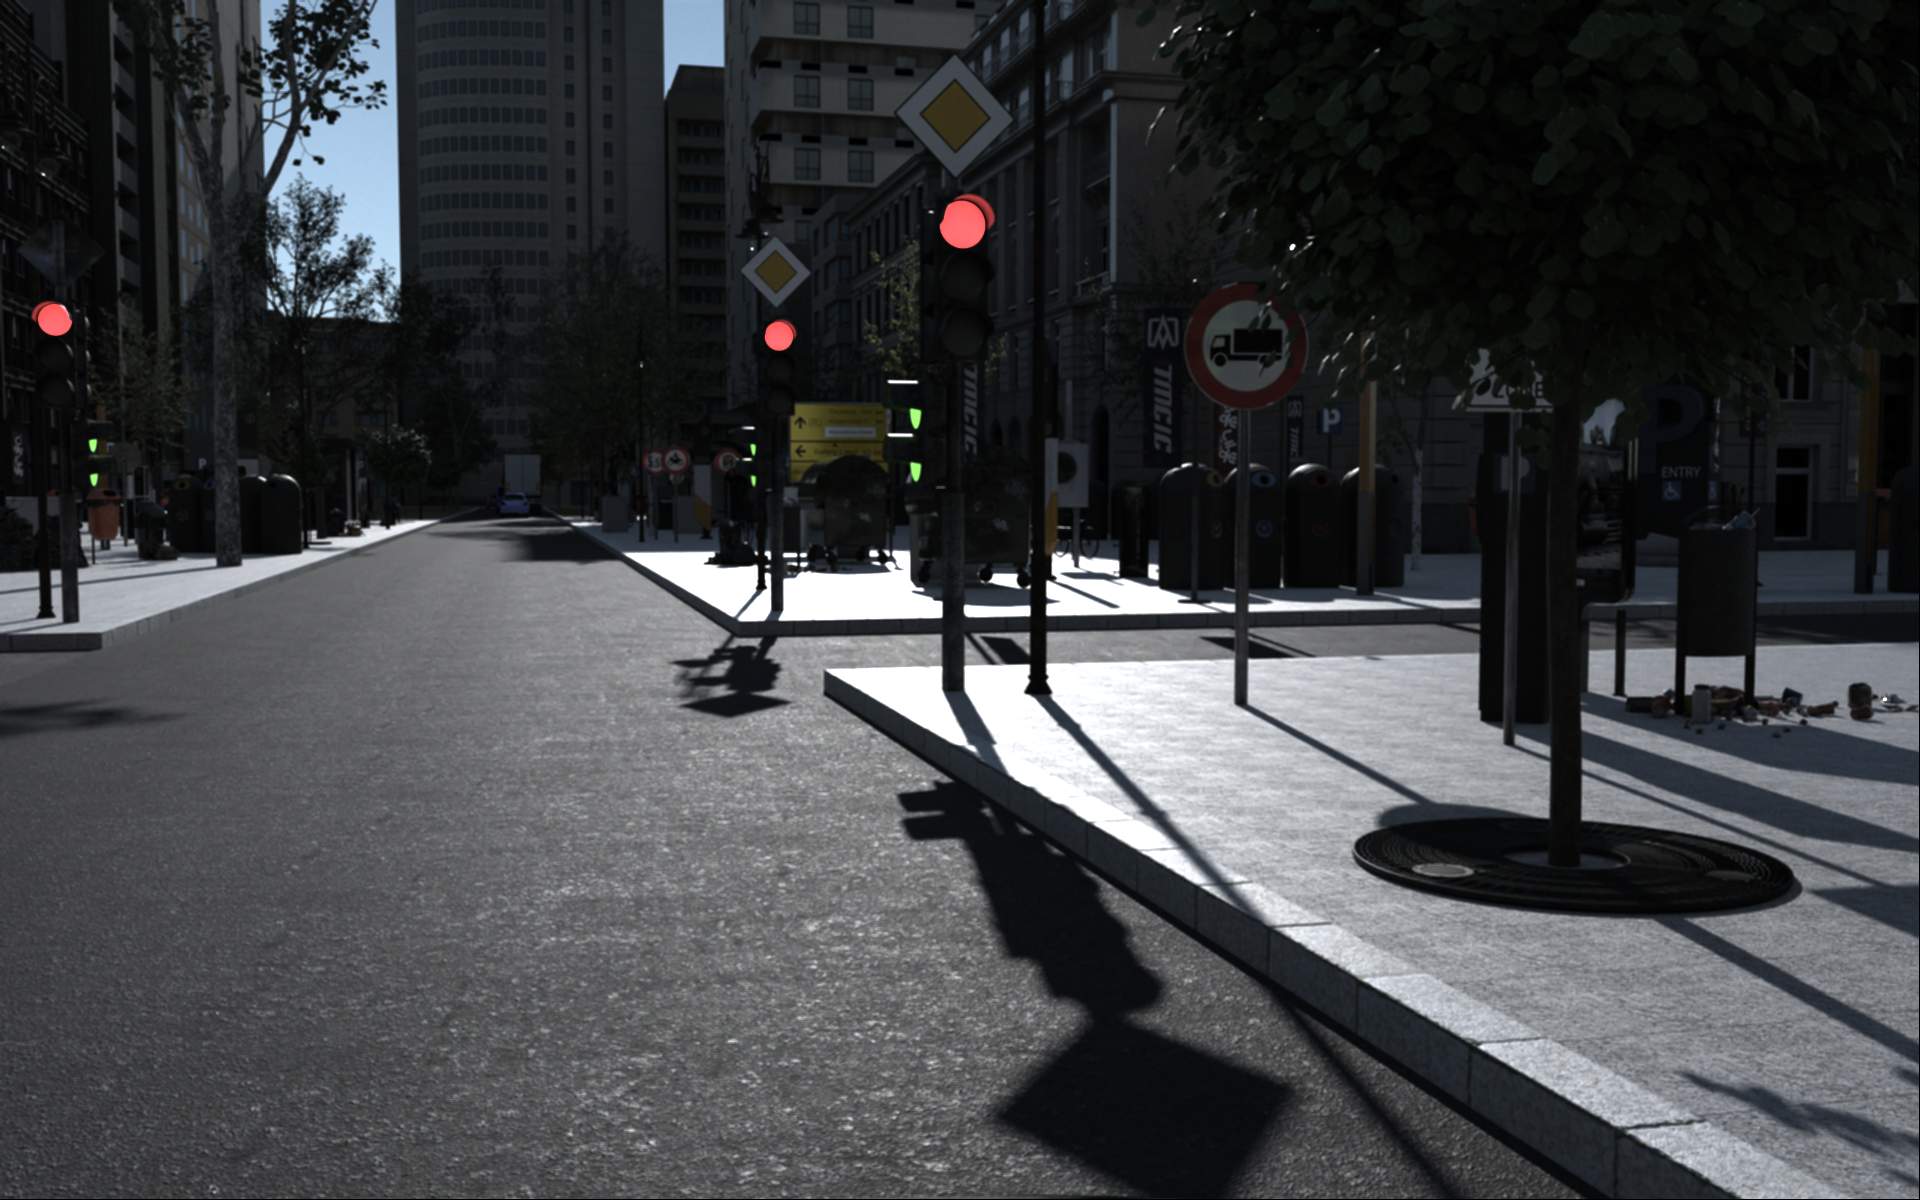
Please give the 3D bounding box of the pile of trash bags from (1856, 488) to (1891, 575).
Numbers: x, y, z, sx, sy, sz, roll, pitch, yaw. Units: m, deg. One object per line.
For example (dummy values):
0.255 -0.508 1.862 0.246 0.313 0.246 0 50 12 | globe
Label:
15.892 -1.056 27.010 3.447 1.369 1.912 2 4 31 | pile of trash bags

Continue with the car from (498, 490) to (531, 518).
-26.936 -5.824 104.809 1.945 1.707 3.694 -1 4 -14 | car

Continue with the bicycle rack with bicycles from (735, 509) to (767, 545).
-4.459 -1.843 43.508 2.852 0.926 2.925 0 4 5 | bicycle rack with bicycles

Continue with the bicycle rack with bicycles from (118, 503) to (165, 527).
-32.337 -3.333 67.876 2.852 0.926 2.925 0 4 7 | bicycle rack with bicycles

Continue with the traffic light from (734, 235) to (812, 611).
-2.031 -1.837 18.951 0.839 4.253 0.868 -1 4 -14 | traffic light

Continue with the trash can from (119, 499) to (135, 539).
-23.808 -2.331 49.773 0.748 1.137 0.748 0 3 0 | trash can

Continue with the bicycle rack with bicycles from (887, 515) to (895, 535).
-3.211 -2.526 54.677 2.852 0.926 2.925 -1 4 -11 | bicycle rack with bicycles

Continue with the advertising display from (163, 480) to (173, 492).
-37.061 -4.644 81.140 0.974 1.923 0.123 3 5 44 | advertising display

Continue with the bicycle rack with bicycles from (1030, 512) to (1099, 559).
1.102 -1.313 34.842 2.852 0.926 2.925 -2 4 -26 | bicycle rack with bicycles

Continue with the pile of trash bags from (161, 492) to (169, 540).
-21.333 -2.369 48.487 1.912 1.369 3.447 -3 4 -39 | pile of trash bags

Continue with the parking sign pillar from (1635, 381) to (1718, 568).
12.748 -2.588 30.779 1.447 3.967 1.447 -3 5 -43 | parking sign pillar

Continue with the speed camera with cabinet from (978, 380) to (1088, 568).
1.189 -2.199 30.296 2.038 3.252 0.660 1 4 20 | speed camera with cabinet

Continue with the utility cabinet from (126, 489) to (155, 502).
-36.208 -4.150 76.524 1.173 1.500 0.318 -1 4 -20 | utility cabinet

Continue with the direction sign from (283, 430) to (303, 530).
-23.338 -4.218 60.962 0.876 3.537 0.379 -1 4 -14 | direction sign

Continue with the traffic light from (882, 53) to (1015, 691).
-0.063 -1.363 11.211 0.839 4.253 0.868 -1 4 -14 | traffic light

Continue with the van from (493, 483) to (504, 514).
-32.744 -7.417 125.656 2.240 2.365 5.245 -1 4 -15 | van

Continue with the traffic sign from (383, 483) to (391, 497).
-27.767 -5.029 84.357 0.606 2.300 0.079 -1 4 -10 | traffic sign

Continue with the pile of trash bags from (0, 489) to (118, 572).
-16.015 -1.245 30.115 1.912 1.369 3.447 1 4 19 | pile of trash bags

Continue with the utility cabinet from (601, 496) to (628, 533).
-11.544 -2.861 57.945 0.306 1.237 1.020 2 4 30 | utility cabinet

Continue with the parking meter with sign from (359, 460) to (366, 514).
-30.882 -5.653 88.694 0.543 3.016 1.738 0 4 -2 | parking meter with sign

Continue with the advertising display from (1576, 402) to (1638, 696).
3.925 -0.372 11.301 0.123 1.923 0.974 -3 5 -40 | advertising display

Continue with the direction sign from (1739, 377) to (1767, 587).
10.984 -1.959 24.022 0.379 3.537 0.876 3 5 45 | direction sign

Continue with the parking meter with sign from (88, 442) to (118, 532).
-28.799 -3.781 58.082 1.738 3.016 0.543 3 5 44 | parking meter with sign

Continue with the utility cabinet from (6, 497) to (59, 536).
-19.520 -1.551 36.517 1.020 1.237 0.306 -2 4 -30 | utility cabinet

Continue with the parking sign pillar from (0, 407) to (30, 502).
-29.524 -4.002 53.911 1.447 3.967 1.447 2 4 35 | parking sign pillar

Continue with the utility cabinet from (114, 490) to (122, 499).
-41.559 -4.723 85.899 1.173 1.500 0.318 3 4 38 | utility cabinet

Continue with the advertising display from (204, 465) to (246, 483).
-16.679 -2.089 39.361 0.123 1.923 0.974 2 4 35 | advertising display

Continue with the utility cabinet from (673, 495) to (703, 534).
-8.781 -2.753 56.173 1.020 1.237 0.306 0 4 2 | utility cabinet

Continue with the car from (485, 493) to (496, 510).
-42.748 -9.218 159.748 2.155 1.783 4.494 -1 4 -14 | car

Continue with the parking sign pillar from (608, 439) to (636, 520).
-16.492 -5.869 84.428 1.447 3.967 1.447 -3 4 -36 | parking sign pillar

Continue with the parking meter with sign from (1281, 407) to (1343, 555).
7.103 -2.397 35.453 0.543 3.016 1.738 -1 4 -21 | parking meter with sign

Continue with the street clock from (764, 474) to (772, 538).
-5.691 -2.794 50.257 0.471 2.002 0.358 -1 4 -10 | street clock

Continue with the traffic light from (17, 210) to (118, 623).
-8.871 -1.730 17.202 0.839 4.253 0.868 -1 4 -14 | traffic light

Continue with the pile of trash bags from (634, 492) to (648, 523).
-13.146 -4.058 76.099 3.447 1.369 1.912 3 5 41 | pile of trash bags

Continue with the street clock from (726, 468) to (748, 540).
-6.157 -2.626 47.503 0.471 2.002 0.358 0 4 2 | street clock

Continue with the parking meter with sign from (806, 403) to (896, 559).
-2.178 -2.335 34.434 1.738 3.016 0.543 -1 4 -16 | parking meter with sign

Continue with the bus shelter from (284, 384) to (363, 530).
-24.187 -5.404 65.993 2.179 5.291 8.768 -1 4 -14 | bus shelter

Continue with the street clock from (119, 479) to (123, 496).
-40.790 -4.881 84.367 0.358 2.002 0.471 -1 4 -20 | street clock

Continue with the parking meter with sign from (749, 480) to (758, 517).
-11.011 -5.932 93.250 0.543 3.016 1.738 -3 5 -43 | parking meter with sign

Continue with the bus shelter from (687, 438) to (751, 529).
-9.249 -4.385 65.624 2.014 3.302 5.546 -1 4 -14 | bus shelter

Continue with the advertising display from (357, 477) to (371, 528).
-22.419 -3.667 65.175 0.123 1.923 0.974 -3 5 -39 | advertising display

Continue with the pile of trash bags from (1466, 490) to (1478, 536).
11.502 -1.546 35.034 3.447 1.369 1.912 -2 4 -35 | pile of trash bags

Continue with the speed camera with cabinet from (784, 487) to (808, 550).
-3.463 -2.839 40.747 0.660 3.252 2.038 1 4 20 | speed camera with cabinet

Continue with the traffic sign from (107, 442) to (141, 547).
-20.343 -2.572 42.166 0.768 2.556 0.104 -1 4 -12 | traffic sign

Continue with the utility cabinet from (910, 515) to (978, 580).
-0.243 -0.907 25.986 1.020 1.237 0.306 0 4 -2 | utility cabinet

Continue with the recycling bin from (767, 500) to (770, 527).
-7.490 -3.438 68.773 0.722 1.027 0.722 0 4 6 | recycling bin

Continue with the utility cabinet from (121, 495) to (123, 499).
-39.355 -4.363 82.497 1.020 1.237 0.306 -1 4 -16 | utility cabinet

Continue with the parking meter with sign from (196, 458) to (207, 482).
-36.017 -5.346 83.672 1.738 3.016 0.543 2 4 27 | parking meter with sign

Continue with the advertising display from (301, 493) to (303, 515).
-22.324 -3.218 57.826 0.974 1.923 0.123 0 4 6 | advertising display
